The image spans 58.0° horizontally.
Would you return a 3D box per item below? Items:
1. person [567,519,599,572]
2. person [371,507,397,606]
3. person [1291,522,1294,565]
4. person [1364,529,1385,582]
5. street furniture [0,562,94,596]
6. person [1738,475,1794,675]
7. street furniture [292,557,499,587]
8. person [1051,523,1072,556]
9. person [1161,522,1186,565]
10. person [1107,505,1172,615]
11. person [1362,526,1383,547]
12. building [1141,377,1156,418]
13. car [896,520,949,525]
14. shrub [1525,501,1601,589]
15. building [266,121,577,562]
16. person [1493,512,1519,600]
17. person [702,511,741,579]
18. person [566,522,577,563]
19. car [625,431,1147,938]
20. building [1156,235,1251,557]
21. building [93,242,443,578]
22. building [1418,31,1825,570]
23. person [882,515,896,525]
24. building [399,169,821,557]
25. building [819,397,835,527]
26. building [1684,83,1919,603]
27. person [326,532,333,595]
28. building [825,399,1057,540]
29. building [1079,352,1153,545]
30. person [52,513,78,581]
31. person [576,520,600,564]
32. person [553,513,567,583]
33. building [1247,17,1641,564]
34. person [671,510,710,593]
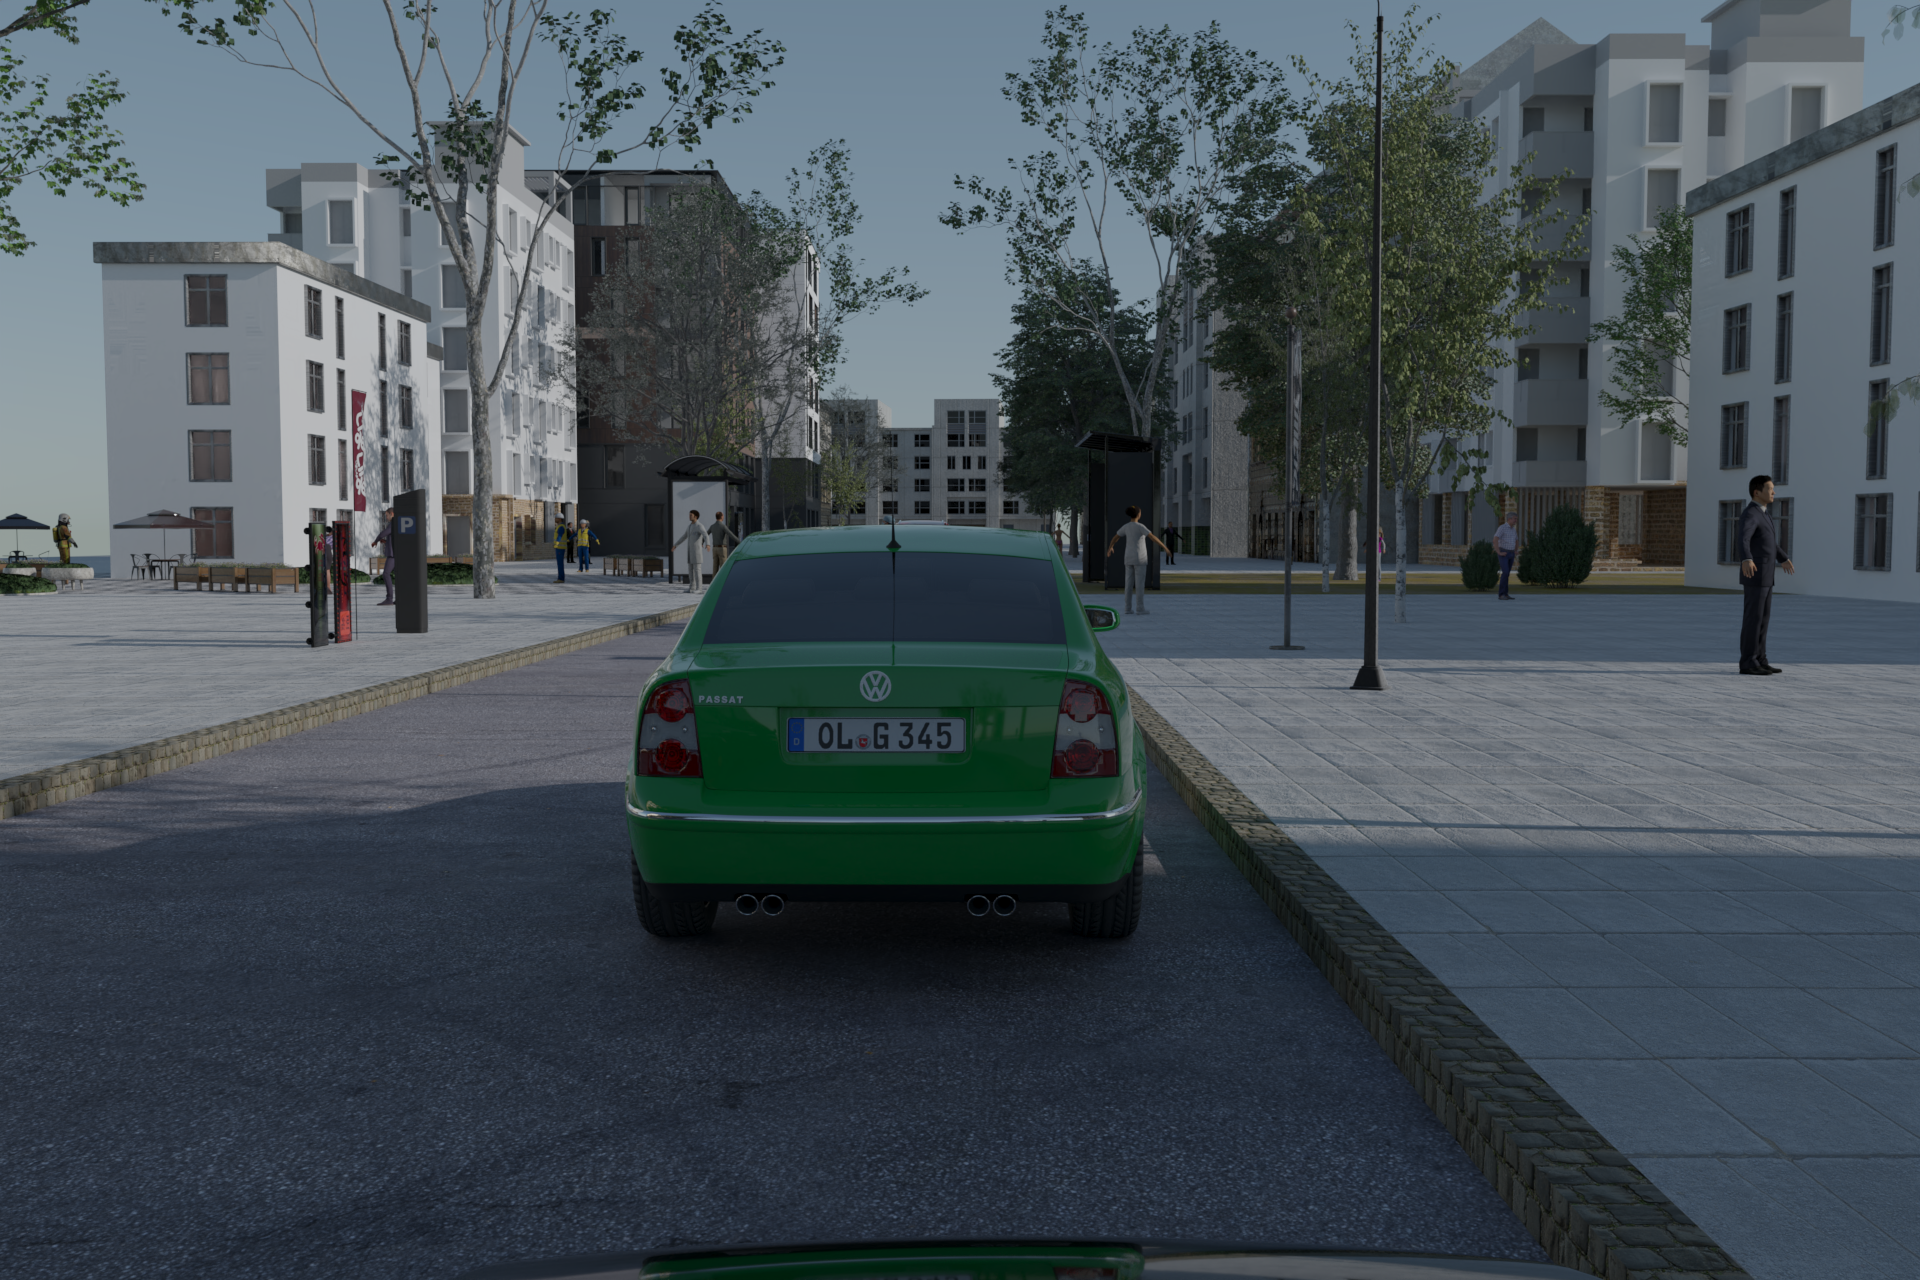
[{"bbox_3d":[-12.630,-3.149,57.951,1.216,1.772,0.721,1,4,11],"label":"person"},{"bbox_3d":[-10.329,-1.514,31.244,0.568,1.767,0.683,0,4,1],"label":"person"},{"bbox_3d":[13.716,-4.036,72.123,0.704,1.812,1.346,1,4,16],"label":"person"},{"bbox_3d":[11.234,-2.301,46.891,0.599,1.433,0.991,-1,4,-19],"label":"person"},{"bbox_3d":[-24.347,-1.355,37.783,10.072,0.657,5.734,0,4,3],"label":"street furniture"},{"bbox_3d":[7.334,-0.600,15.853,0.704,1.823,1.345,3,5,40],"label":"person"},{"bbox_3d":[-15.283,-1.912,46.894,5.734,0.657,10.072,-1,4,-13],"label":"street furniture"},{"bbox_3d":[4.162,-4.065,73.268,1.217,1.733,0.721,-1,4,-12],"label":"person"},{"bbox_3d":[8.774,-4.032,72.151,1.346,1.802,0.704,-2,4,-24],"label":"person"},{"bbox_3d":[2.851,-1.282,27.736,1.217,1.739,0.721,3,5,40],"label":"person"},{"bbox_3d":[12.157,-2.731,50.787,0.705,1.813,1.348,2,4,34],"label":"person"},{"bbox_3d":[27.144,-20.169,160.691,19.493,23.208,18.063,0,3,0],"label":"building"},{"bbox_3d":[-1.036,-2.390,47.744,2.281,1.827,5.304,0,4,0],"label":"car"},{"bbox_3d":[14.257,-2.257,40.941,1.661,2.075,1.752,0,3,0],"label":"shrub"},{"bbox_3d":[-25.779,-13.725,80.817,16.016,20.090,11.380,0,4,0],"label":"building"},{"bbox_3d":[10.759,-1.647,33.916,0.756,1.711,0.436,-2,4,-29],"label":"person"},{"bbox_3d":[-5.479,-2.040,39.618,1.348,1.796,0.705,2,4,31],"label":"person"},{"bbox_3d":[-17.121,-4.281,76.174,0.705,1.806,1.347,2,4,30],"label":"person"},{"bbox_3d":[-0.232,0.078,7.526,1.959,1.807,4.718,0,4,1],"label":"car"},{"bbox_3d":[22.488,-14.963,111.110,16.747,18.905,31.486,0,4,1],"label":"building"},{"bbox_3d":[-24.015,-7.449,63.935,9.099,9.664,28.070,0,4,0],"label":"building"},{"bbox_3d":[24.479,-13.154,71.492,16.016,20.090,11.380,0,4,0],"label":"building"},{"bbox_3d":[-1.501,-1.662,35.765,0.704,1.817,1.347,1,4,12],"label":"person"},{"bbox_3d":[-24.240,-16.498,113.724,27.936,21.610,32.646,0,4,0],"label":"building"},{"bbox_3d":[-25.103,-22.716,202.326,19.493,23.208,18.063,0,4,1],"label":"building"},{"bbox_3d":[22.337,-5.298,28.774,9.099,9.664,28.070,0,3,0],"label":"building"},{"bbox_3d":[-13.360,-1.674,36.652,0.421,1.427,0.697,1,4,13],"label":"person"},{"bbox_3d":[-2.807,-22.280,233.184,31.486,18.905,16.747,0,4,4],"label":"building"},{"bbox_3d":[23.917,-22.730,202.564,19.493,23.208,18.063,0,4,0],"label":"building"},{"bbox_3d":[-24.709,-2.573,47.835,0.705,1.858,1.354,-3,5,-44],"label":"person"},{"bbox_3d":[-15.846,-4.146,73.564,0.705,1.856,1.354,2,4,33],"label":"person"},{"bbox_3d":[-10.486,-2.403,45.258,0.705,1.833,1.349,-1,4,-11],"label":"person"},{"bbox_3d":[24.683,-15.433,83.257,19.493,23.208,18.063,0,3,0],"label":"building"},{"bbox_3d":[-5.775,-1.916,37.514,0.705,1.806,1.347,-3,5,-44],"label":"person"}]
